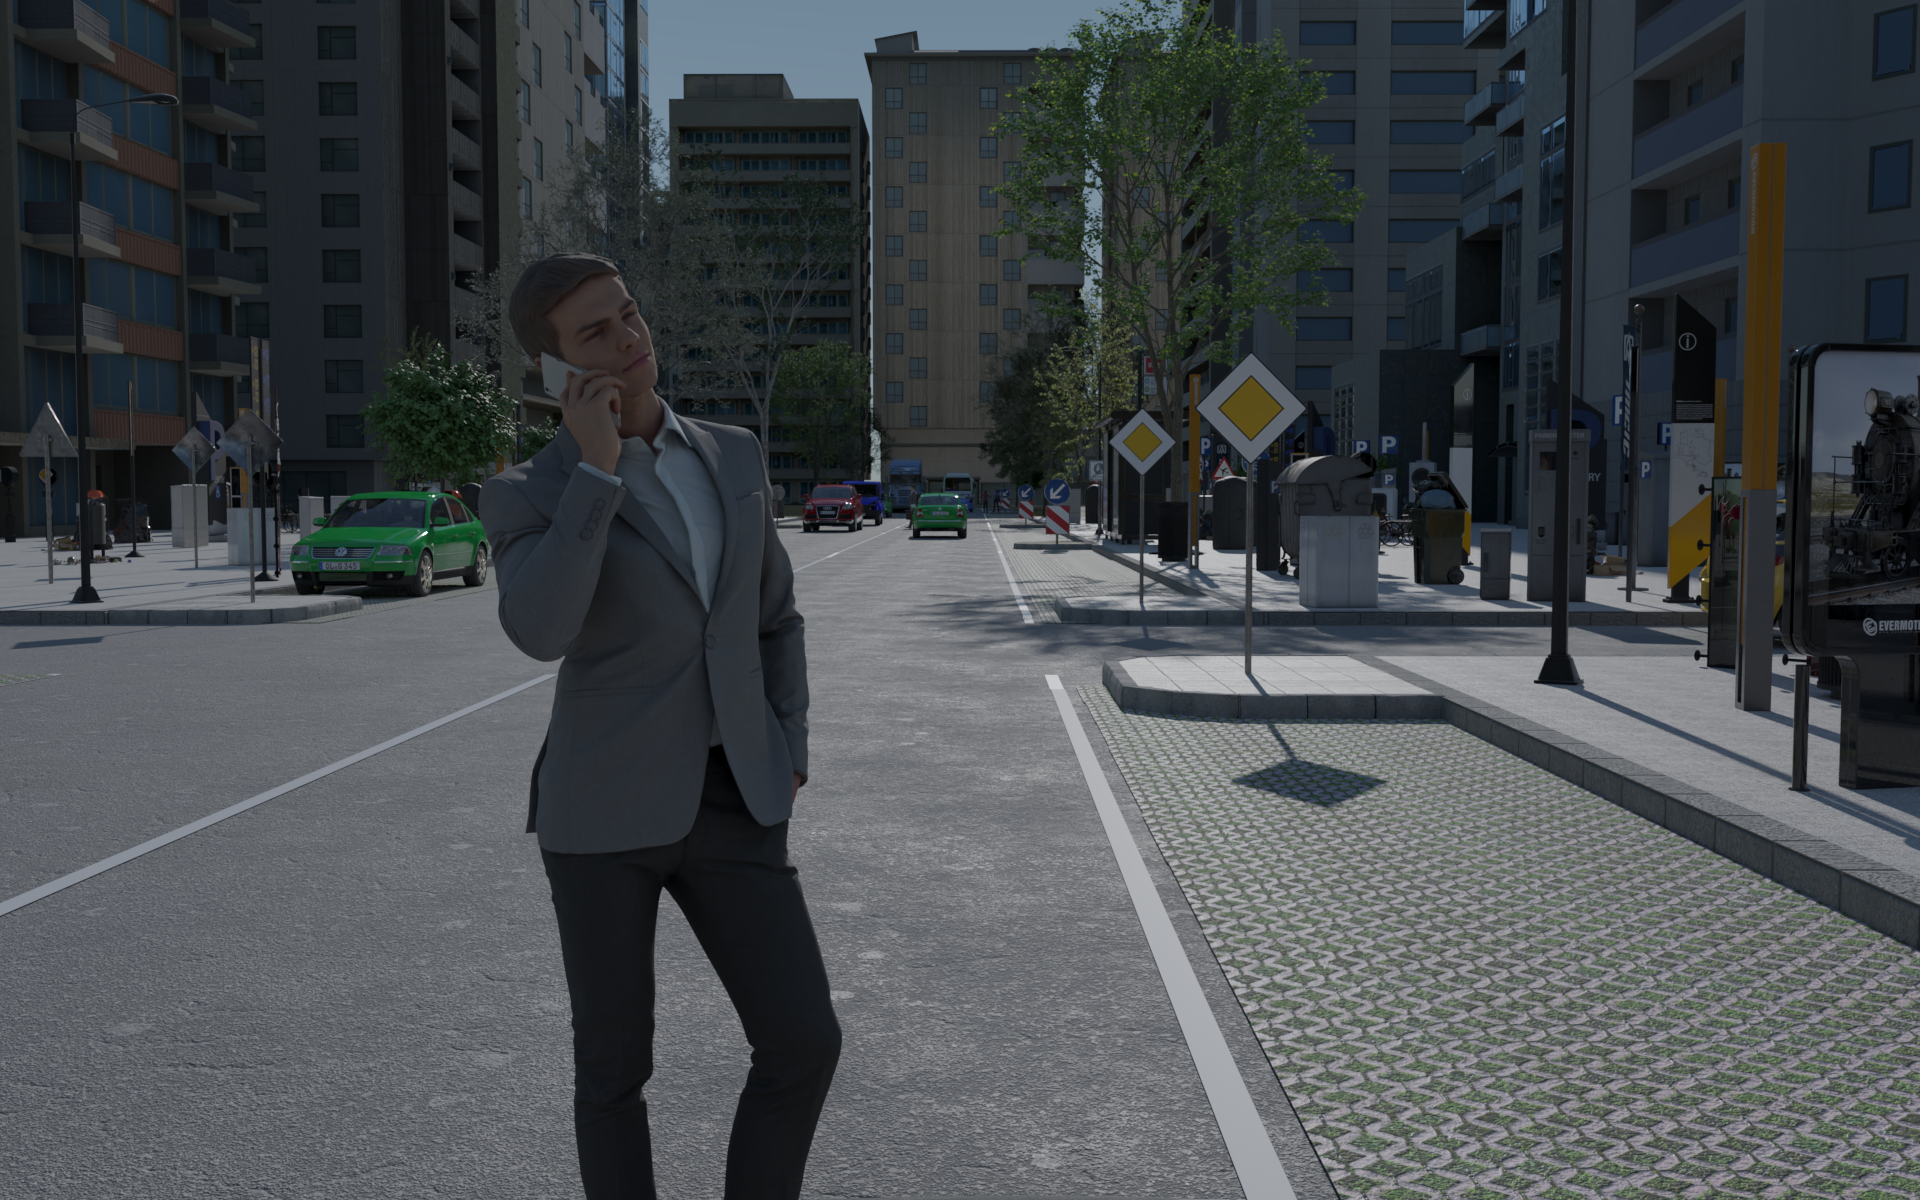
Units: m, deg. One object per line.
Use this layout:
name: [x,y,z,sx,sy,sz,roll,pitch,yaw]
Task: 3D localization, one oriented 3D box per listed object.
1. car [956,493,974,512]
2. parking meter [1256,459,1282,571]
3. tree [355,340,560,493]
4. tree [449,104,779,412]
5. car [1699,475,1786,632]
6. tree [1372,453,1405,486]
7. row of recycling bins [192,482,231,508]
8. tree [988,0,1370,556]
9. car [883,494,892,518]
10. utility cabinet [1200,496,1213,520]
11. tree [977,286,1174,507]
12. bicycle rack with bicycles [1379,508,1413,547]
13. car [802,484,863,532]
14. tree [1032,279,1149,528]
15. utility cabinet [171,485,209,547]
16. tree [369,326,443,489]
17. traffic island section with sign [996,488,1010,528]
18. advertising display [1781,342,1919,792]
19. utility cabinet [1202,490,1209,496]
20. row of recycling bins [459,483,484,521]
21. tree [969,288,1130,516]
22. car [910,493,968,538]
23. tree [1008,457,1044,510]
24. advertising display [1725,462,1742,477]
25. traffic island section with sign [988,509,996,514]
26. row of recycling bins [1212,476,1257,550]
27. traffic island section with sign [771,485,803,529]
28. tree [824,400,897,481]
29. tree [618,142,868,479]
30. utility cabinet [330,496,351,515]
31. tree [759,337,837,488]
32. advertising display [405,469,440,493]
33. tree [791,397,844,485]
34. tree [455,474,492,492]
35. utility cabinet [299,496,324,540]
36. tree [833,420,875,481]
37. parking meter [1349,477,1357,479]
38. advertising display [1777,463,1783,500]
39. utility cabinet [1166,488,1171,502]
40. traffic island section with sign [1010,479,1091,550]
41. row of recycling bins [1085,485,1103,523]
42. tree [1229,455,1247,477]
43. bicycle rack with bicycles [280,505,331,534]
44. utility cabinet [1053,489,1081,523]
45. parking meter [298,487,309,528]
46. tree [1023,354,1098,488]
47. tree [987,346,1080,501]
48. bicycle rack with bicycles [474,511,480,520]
car: [0.156,-7.786,136.891,1.945,1.707,3.694,0,4,-1]
parking meter: [5.174,-1.424,28.986,0.399,1.863,0.255,-3,4,-38]
tree: [-11.113,-3.265,37.096,4.285,4.588,4.351,0,3,0]
tree: [-10.492,-8.784,53.983,12.009,13.543,11.850,0,3,0]
car: [9.279,-0.390,16.605,3.980,1.641,2.015,0,4,2]
tree: [16.949,-4.595,69.733,1.663,3.219,1.824,0,3,0]
row of recycling bins: [-24.118,-2.981,55.848,1.069,1.692,3.534,-1,4,-11]
tree: [4.402,-6.754,36.187,9.928,11.665,9.643,0,3,0]
car: [-5.120,-5.954,106.146,1.959,1.807,4.718,0,4,0]
utility cabinet: [9.577,-3.556,69.300,1.020,1.237,0.306,1,4,23]
tree: [5.360,-8.817,78.565,8.767,10.594,7.601,0,4,-6]
bicycle rack with bicycles: [10.901,-1.815,43.052,2.925,0.926,2.852,1,4,14]
car: [-4.896,-3.577,67.161,2.281,1.827,5.304,0,4,1]
tree: [4.732,-6.674,59.490,4.360,8.622,3.978,0,3,0]
utility cabinet: [-18.455,-2.006,41.476,0.318,1.500,1.173,0,4,3]
tree: [-24.264,-7.725,76.671,4.737,8.622,4.395,0,3,0]
traffic island section with sign: [2.647,-3.923,72.776,1.989,1.847,2.006,0,4,1]
advertising display: [4.045,-0.142,7.539,0.974,1.923,0.123,-1,4,-13]
utility cabinet: [13.604,-5.295,95.254,0.318,1.500,1.173,2,4,26]
row of recycling bins: [-17.455,-3.537,64.940,1.069,1.692,3.534,2,4,25]
tree: [5.223,-11.818,103.595,12.009,13.543,11.850,0,3,0]
car: [-0.690,-2.990,57.681,1.959,1.807,4.718,0,4,-1]
tree: [5.675,-9.590,140.505,4.285,4.588,4.351,0,3,0]
advertising display: [15.286,-1.804,34.714,0.974,1.923,0.123,3,5,40]
traffic island section with sign: [3.113,-6.992,122.942,1.989,1.847,2.006,0,4,1]
row of recycling bins: [6.584,-2.099,41.432,1.069,1.692,3.534,1,4,14]
traffic island section with sign: [-7.584,-3.879,72.044,1.989,1.847,2.006,0,4,1]
tree: [-10.210,-14.570,172.632,8.767,10.594,7.601,1,4,8]
tree: [-11.944,-14.618,94.897,12.611,20.169,13.585,0,3,0]
utility cabinet: [-18.913,-2.594,53.574,1.020,1.237,0.306,-1,4,-16]
tree: [-9.351,-11.502,113.817,9.928,11.665,9.643,0,3,0]
advertising display: [-12.444,-2.144,40.270,0.123,1.923,0.974,3,4,36]
tree: [-10.540,-10.973,129.765,4.737,8.622,4.395,0,3,0]
tree: [-20.330,-4.690,71.278,1.663,3.219,1.824,0,3,0]
utility cabinet: [-16.819,-2.067,44.955,0.306,1.237,1.020,0,4,-1]
tree: [-10.242,-12.958,162.225,4.360,8.622,3.978,0,3,0]
parking meter: [6.139,-1.348,27.753,0.399,1.863,0.255,-2,4,-24]
advertising display: [16.685,-1.871,35.797,0.974,1.923,0.123,2,4,25]
utility cabinet: [7.986,-3.334,63.183,1.173,1.500,0.318,-3,5,-43]
traffic island section with sign: [2.397,-2.235,45.165,1.989,1.847,2.006,0,4,1]
row of recycling bins: [7.306,-4.274,76.992,3.534,1.692,1.069,-1,4,-15]
tree: [12.384,-4.981,76.047,1.663,3.219,1.824,0,3,0]
bicycle rack with bicycles: [-21.507,-2.652,56.736,2.925,0.926,2.852,-3,5,-39]
utility cabinet: [4.604,-4.026,74.497,1.173,1.500,0.318,0,4,6]
parking meter: [-24.502,-3.441,64.670,0.372,1.533,0.369,0,3,0]
tree: [4.967,-8.335,86.634,4.737,8.622,4.395,0,3,0]
tree: [5.791,-13.146,133.060,7.486,12.596,7.792,0,3,0]
bicycle rack with bicycles: [-13.633,-2.419,52.940,2.925,0.926,2.852,0,4,-7]
